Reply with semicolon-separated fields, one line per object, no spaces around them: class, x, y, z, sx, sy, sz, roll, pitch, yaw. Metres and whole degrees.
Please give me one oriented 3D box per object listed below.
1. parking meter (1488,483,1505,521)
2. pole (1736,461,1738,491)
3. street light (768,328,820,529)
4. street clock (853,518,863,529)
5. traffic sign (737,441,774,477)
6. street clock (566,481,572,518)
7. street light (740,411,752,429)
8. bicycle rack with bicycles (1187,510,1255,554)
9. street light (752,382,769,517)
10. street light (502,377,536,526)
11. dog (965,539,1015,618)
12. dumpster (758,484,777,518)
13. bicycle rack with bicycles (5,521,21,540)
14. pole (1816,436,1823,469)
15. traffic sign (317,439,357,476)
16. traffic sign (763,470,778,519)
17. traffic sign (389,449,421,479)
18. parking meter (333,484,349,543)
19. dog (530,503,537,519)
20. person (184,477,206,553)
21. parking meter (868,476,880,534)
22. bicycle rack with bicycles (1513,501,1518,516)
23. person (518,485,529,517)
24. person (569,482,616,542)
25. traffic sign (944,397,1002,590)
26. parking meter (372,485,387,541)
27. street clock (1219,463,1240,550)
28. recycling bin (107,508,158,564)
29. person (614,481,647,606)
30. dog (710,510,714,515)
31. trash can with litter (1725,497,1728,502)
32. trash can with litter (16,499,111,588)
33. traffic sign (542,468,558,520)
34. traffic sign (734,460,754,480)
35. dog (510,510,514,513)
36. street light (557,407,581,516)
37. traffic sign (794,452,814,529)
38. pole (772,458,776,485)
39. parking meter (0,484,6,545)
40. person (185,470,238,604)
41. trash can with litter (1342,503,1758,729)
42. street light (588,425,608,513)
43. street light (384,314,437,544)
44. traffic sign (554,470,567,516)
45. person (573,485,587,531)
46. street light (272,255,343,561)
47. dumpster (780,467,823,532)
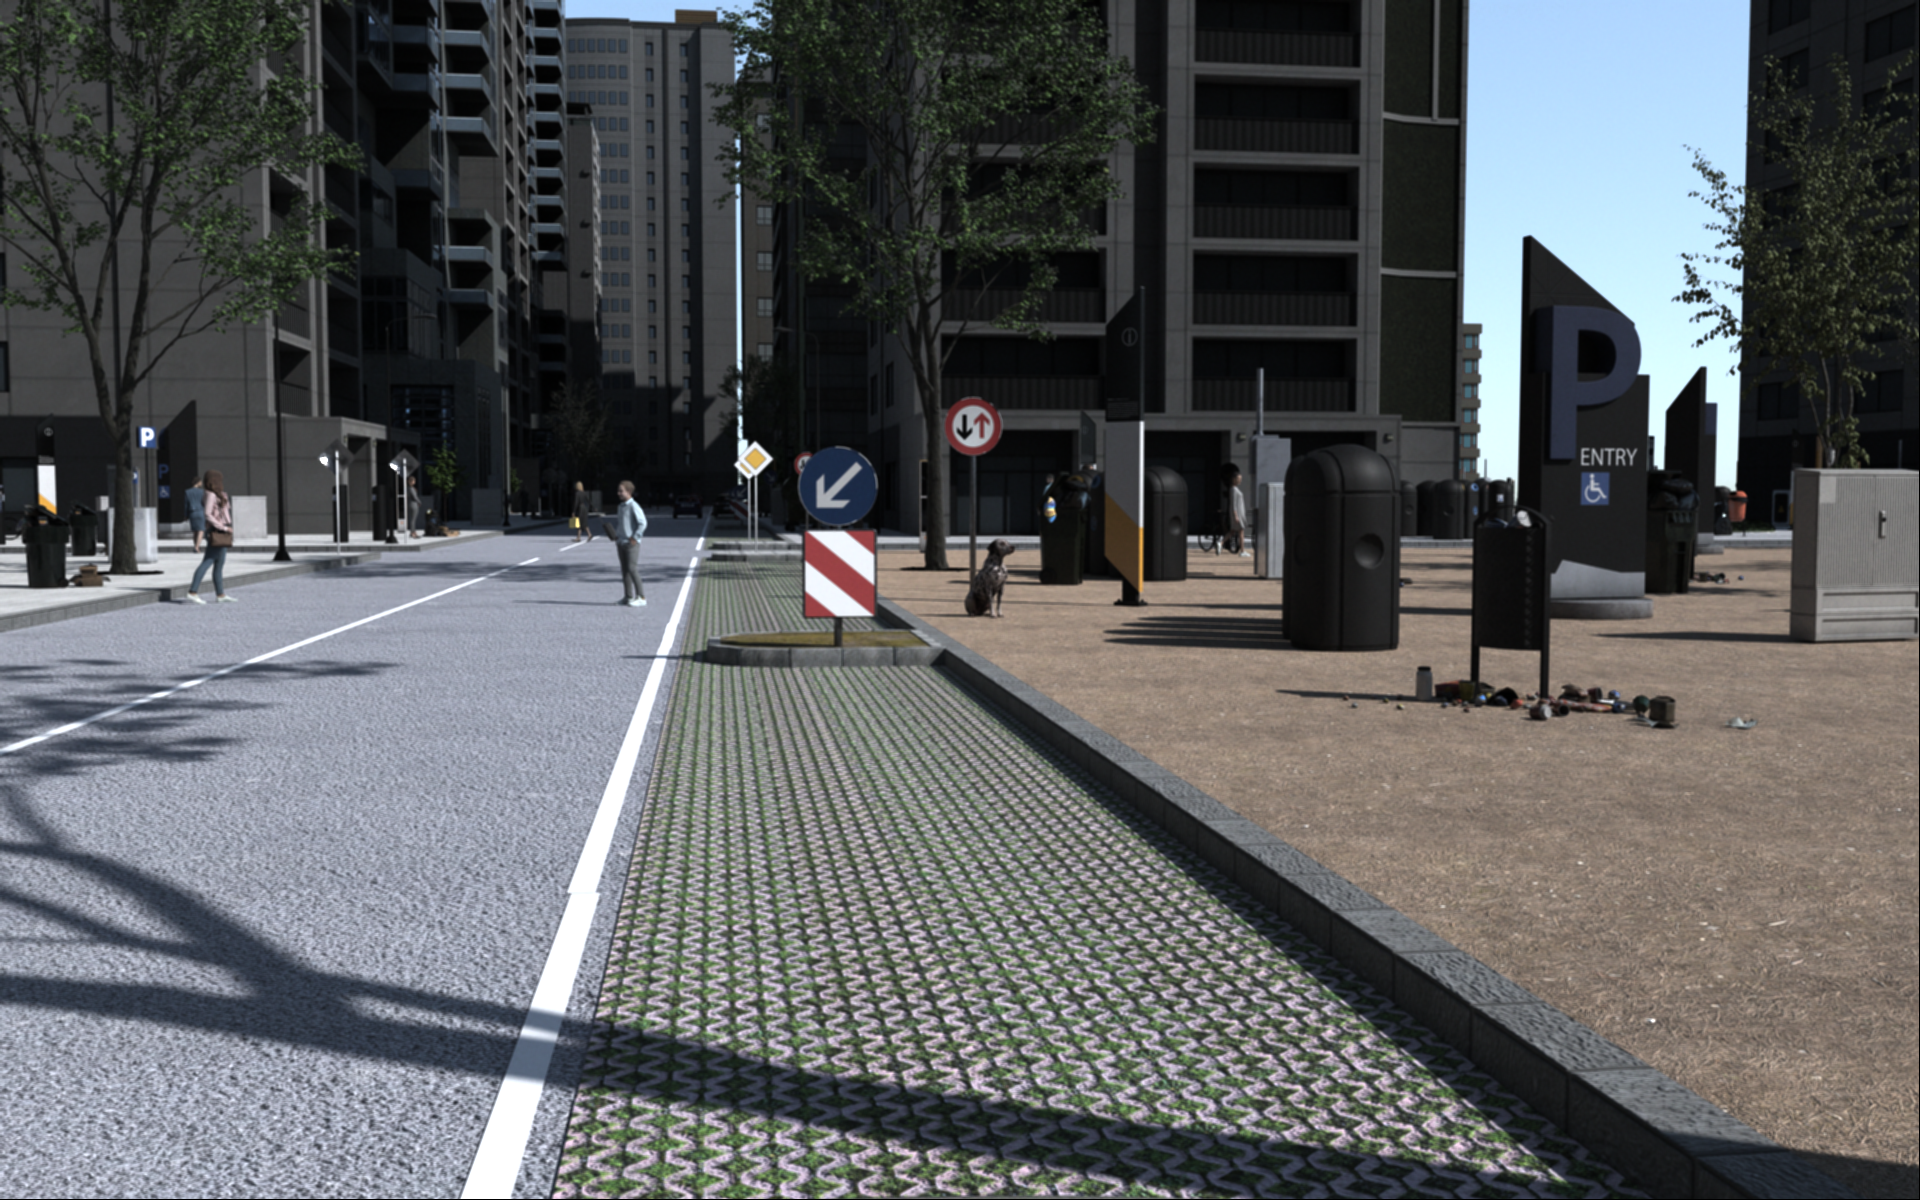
parking meter;12.476;-1.951;40.306;0.372;1.533;0.369;0;3;0
pole;48.185;-6.936;107.248;0.158;3.312;0.155;0;3;0
street light;-4.531;-4.648;48.533;1.470;5.913;1.316;0;4;-8
street clock;-2.043;-1.846;34.754;0.471;2.002;0.358;-1;4;-14
traffic sign;-4.431;-2.174;37.735;0.795;2.593;0.064;0;4;-8
street clock;-21.271;-5.489;94.310;0.358;2.002;0.471;-1;4;-18
street light;-11.357;-7.585;96.564;1.470;5.913;1.316;0;4;-8
bicycle rack with bicycles;5.482;-1.479;37.564;2.852;0.926;2.925;0;4;-6
street light;-7.758;-6.087;72.064;1.470;5.913;1.316;0;4;-8
street light;-17.519;-5.890;68.841;1.470;5.913;1.316;0;4;-8
dog;0.303;-0.236;18.230;0.513;0.831;0.800;0;4;-1
dumpster;-10.414;-5.439;94.694;1.264;1.857;1.865;0;4;-8
bicycle rack with bicycles;-27.718;-2.127;48.163;2.925;0.926;2.852;-1;4;-18
pole;30.135;-4.095;60.799;0.158;3.312;0.155;0;3;0
traffic sign;-13.143;-2.101;36.537;0.795;2.593;0.064;0;4;-8
traffic sign;-9.887;-5.524;90.425;0.768;2.556;0.104;0;4;0
traffic sign;-14.253;-2.584;44.445;0.795;2.593;0.064;0;4;-8
parking meter;-16.451;-2.299;45.992;0.372;1.533;0.369;0;3;0
dog;-21.681;-4.529;88.428;0.513;0.831;0.800;2;4;26
person;-17.181;-1.860;38.938;0.581;1.822;0.654;0;4;5
parking meter;-2.752;-3.046;55.519;0.255;1.863;0.399;-2;4;-33
bicycle rack with bicycles;35.574;-5.629;105.408;2.925;0.926;2.852;-1;4;-16
person;-24.195;-5.477;96.011;0.534;1.772;0.576;1;4;22
person;-11.041;-2.655;52.128;1.509;1.804;0.699;-2;4;-27
traffic sign;0.170;-1.390;22.834;0.768;2.556;0.104;0;4;-3
parking meter;-15.933;-2.394;47.545;0.372;1.533;0.369;0;3;0
street clock;6.221;-2.170;40.052;0.471;2.002;0.358;1;4;14
recycling bin;-15.386;-1.202;32.208;0.722;1.027;0.722;-1;4;-14
person;-4.283;-0.736;22.338;0.330;1.601;0.589;-2;4;-35
dog;-16.656;-5.942;117.351;0.550;0.427;0.748;0;4;0
trash can with litter;10.852;-0.904;25.834;1.678;1.210;2.233;1;4;9
trash can with litter;-12.351;-0.763;23.861;0.624;1.170;1.055;3;5;44
traffic sign;-20.122;-5.190;84.962;0.768;2.556;0.104;0;4;-5
traffic sign;-5.541;-2.658;45.643;0.795;2.593;0.064;0;4;-8
dog;-30.614;-6.110;117.628;0.748;0.427;0.550;1;4;14
street light;-20.865;-7.328;92.356;1.470;5.913;1.316;0;4;-8
traffic sign;-4.658;-3.221;52.767;0.768;2.556;0.104;0;4;1
pole;-10.555;-6.393;98.373;0.158;3.312;0.155;0;3;0
parking meter;-24.397;-2.167;43.847;0.372;1.533;0.369;0;3;0
person;-9.849;-0.835;22.738;0.643;1.750;0.593;-2;4;-25
trash can with litter;3.507;0.053;10.198;1.678;1.210;2.233;-3;4;-36
street light;-24.204;-8.766;115.871;1.470;5.913;1.316;0;4;-8
street light;-14.209;-4.421;44.822;1.470;5.913;1.316;0;4;-8
traffic sign;-21.162;-5.590;91.495;0.768;2.556;0.104;0;4;-7
person;-14.641;-3.556;66.733;0.616;1.811;0.778;-2;4;-28
street light;-12.463;-3.704;33.103;1.470;5.913;1.316;0;4;-8
dumpster;-5.368;-3.472;59.260;1.502;2.255;1.985;0;4;-8
